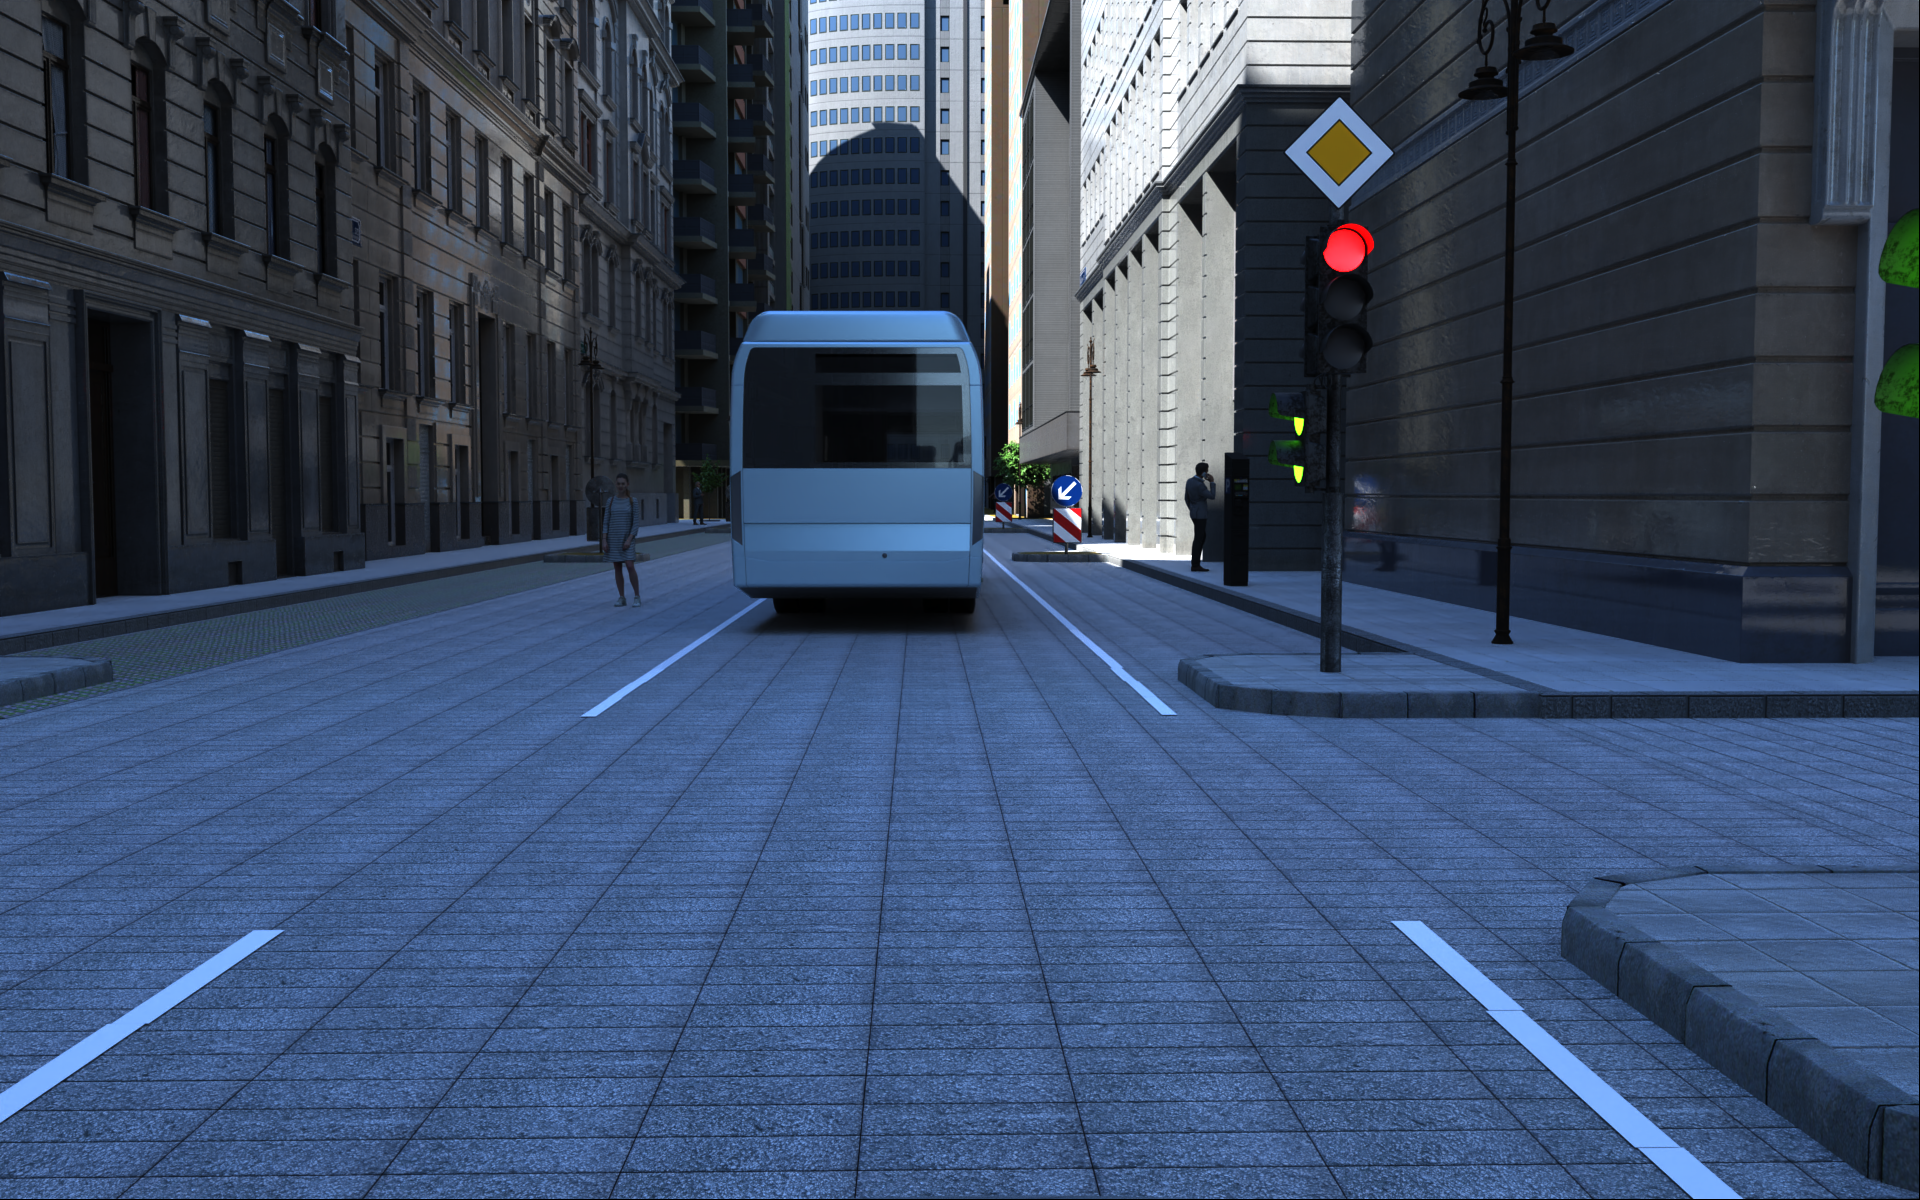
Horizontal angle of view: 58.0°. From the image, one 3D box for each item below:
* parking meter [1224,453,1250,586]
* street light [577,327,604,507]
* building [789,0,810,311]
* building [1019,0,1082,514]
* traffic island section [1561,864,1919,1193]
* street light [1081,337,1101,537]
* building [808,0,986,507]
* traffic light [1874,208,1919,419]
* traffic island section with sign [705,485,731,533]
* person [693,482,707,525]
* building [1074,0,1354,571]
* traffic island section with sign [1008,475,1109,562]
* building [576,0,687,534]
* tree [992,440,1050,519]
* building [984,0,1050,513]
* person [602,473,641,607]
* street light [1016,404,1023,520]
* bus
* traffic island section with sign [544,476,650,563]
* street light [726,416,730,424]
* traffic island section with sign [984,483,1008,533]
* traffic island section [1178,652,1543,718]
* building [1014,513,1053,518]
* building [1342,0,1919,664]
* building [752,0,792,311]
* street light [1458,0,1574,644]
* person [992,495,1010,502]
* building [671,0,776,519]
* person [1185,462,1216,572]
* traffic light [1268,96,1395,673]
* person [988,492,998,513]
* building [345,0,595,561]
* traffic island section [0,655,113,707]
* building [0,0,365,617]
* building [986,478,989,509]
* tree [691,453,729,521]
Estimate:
[{"bbox_3d":[3.863,-1.131,24.199,0.255,1.863,0.399,-1,4,-10],"label":"parking meter"},{"bbox_3d":[-10.222,-4.607,48.105,0.468,5.910,1.993,0,4,-1],"label":"street light"},{"bbox_3d":[-26.696,-34.172,147.944,27.495,52.752,28.713,0,4,-1],"label":"building"},{"bbox_3d":[10.428,-15.520,72.812,14.314,24.678,30.058,0,4,-1],"label":"building"},{"bbox_3d":[2.884,1.086,4.532,2.009,0.180,2.903,0,4,-1],"label":"traffic island section"},{"bbox_3d":[3.847,-4.790,51.099,0.468,5.910,1.993,0,4,-1],"label":"street light"},{"bbox_3d":[-5.711,-39.073,180.848,28.212,58.520,21.231,0,4,-1],"label":"building"},{"bbox_3d":[2.844,-0.948,4.417,0.839,4.253,0.868,0,4,-1],"label":"traffic light"},{"bbox_3d":[-8.309,-3.380,63.887,1.989,1.847,2.006,0,4,-1],"label":"traffic island section with sign"},{"bbox_3d":[-10.830,-4.031,72.128,0.590,1.801,0.661,1,4,20],"label":"person"},{"bbox_3d":[9.721,-16.220,42.696,11.434,29.767,29.804,0,4,-1],"label":"building"},{"bbox_3d":[2.134,-1.757,37.348,1.989,1.847,2.006,0,4,-1],"label":"traffic island section with sign"},{"bbox_3d":[-18.620,-17.035,65.912,14.401,28.519,23.554,0,4,-1],"label":"building"},{"bbox_3d":[3.400,-6.583,91.342,4.285,4.588,4.351,0,3,0],"label":"tree"},{"bbox_3d":[9.173,-30.078,141.880,14.600,45.320,14.200,0,4,-1],"label":"building"},{"bbox_3d":[-4.311,-0.773,22.150,0.512,1.701,0.522,0,4,3],"label":"person"},{"bbox_3d":[3.009,-6.982,86.940,0.468,5.910,1.993,0,4,-1],"label":"street light"},{"bbox_3d":[-1.019,-1.784,24.025,2.948,3.499,13.247,0,4,0],"label":"bus"},{"bbox_3d":[-7.692,-1.732,36.939,1.989,1.847,2.006,0,4,-1],"label":"traffic island section with sign"},{"bbox_3d":[-11.031,-6.800,83.966,0.468,5.910,1.993,0,4,-1],"label":"street light"},{"bbox_3d":[1.482,-3.423,64.587,1.989,1.847,2.006,0,4,-1],"label":"traffic island section with sign"},{"bbox_3d":[2.699,0.597,12.515,2.009,0.180,2.903,0,4,-1],"label":"traffic island section"},{"bbox_3d":[10.043,-27.464,99.145,14.600,45.320,14.200,0,4,-1],"label":"building"},{"bbox_3d":[15.487,-14.237,18.677,20.117,28.700,13.634,0,4,-1],"label":"building"},{"bbox_3d":[-19.534,-26.883,123.136,14.154,41.232,14.086,0,4,-1],"label":"building"},{"bbox_3d":[4.656,-2.563,14.691,0.468,5.910,1.993,0,4,-1],"label":"street light"},{"bbox_3d":[2.694,-6.586,114.447,1.217,1.735,0.721,1,4,19],"label":"person"},{"bbox_3d":[-22.516,-27.306,101.076,22.147,44.769,28.867,0,4,-1],"label":"building"},{"bbox_3d":[3.989,-1.377,28.746,0.473,1.802,0.592,0,4,-1],"label":"person"},{"bbox_3d":[2.658,-1.436,12.400,0.839,4.253,0.868,0,4,-1],"label":"traffic light"},{"bbox_3d":[2.447,-6.854,118.812,1.217,1.736,0.721,2,4,30],"label":"person"},{"bbox_3d":[-17.197,-14.950,41.691,12.463,27.353,25.104,0,4,-1],"label":"building"},{"bbox_3d":[-7.440,0.611,12.285,2.009,0.180,2.903,0,4,-1],"label":"traffic island section"},{"bbox_3d":[-14.756,-10.467,20.290,9.793,20.994,18.267,0,4,-1],"label":"building"},{"bbox_3d":[9.312,-23.533,156.467,14.160,30.474,14.107,0,4,-1],"label":"building"},{"bbox_3d":[-11.944,-5.322,81.623,1.663,3.219,1.824,0,3,0],"label":"tree"}]
